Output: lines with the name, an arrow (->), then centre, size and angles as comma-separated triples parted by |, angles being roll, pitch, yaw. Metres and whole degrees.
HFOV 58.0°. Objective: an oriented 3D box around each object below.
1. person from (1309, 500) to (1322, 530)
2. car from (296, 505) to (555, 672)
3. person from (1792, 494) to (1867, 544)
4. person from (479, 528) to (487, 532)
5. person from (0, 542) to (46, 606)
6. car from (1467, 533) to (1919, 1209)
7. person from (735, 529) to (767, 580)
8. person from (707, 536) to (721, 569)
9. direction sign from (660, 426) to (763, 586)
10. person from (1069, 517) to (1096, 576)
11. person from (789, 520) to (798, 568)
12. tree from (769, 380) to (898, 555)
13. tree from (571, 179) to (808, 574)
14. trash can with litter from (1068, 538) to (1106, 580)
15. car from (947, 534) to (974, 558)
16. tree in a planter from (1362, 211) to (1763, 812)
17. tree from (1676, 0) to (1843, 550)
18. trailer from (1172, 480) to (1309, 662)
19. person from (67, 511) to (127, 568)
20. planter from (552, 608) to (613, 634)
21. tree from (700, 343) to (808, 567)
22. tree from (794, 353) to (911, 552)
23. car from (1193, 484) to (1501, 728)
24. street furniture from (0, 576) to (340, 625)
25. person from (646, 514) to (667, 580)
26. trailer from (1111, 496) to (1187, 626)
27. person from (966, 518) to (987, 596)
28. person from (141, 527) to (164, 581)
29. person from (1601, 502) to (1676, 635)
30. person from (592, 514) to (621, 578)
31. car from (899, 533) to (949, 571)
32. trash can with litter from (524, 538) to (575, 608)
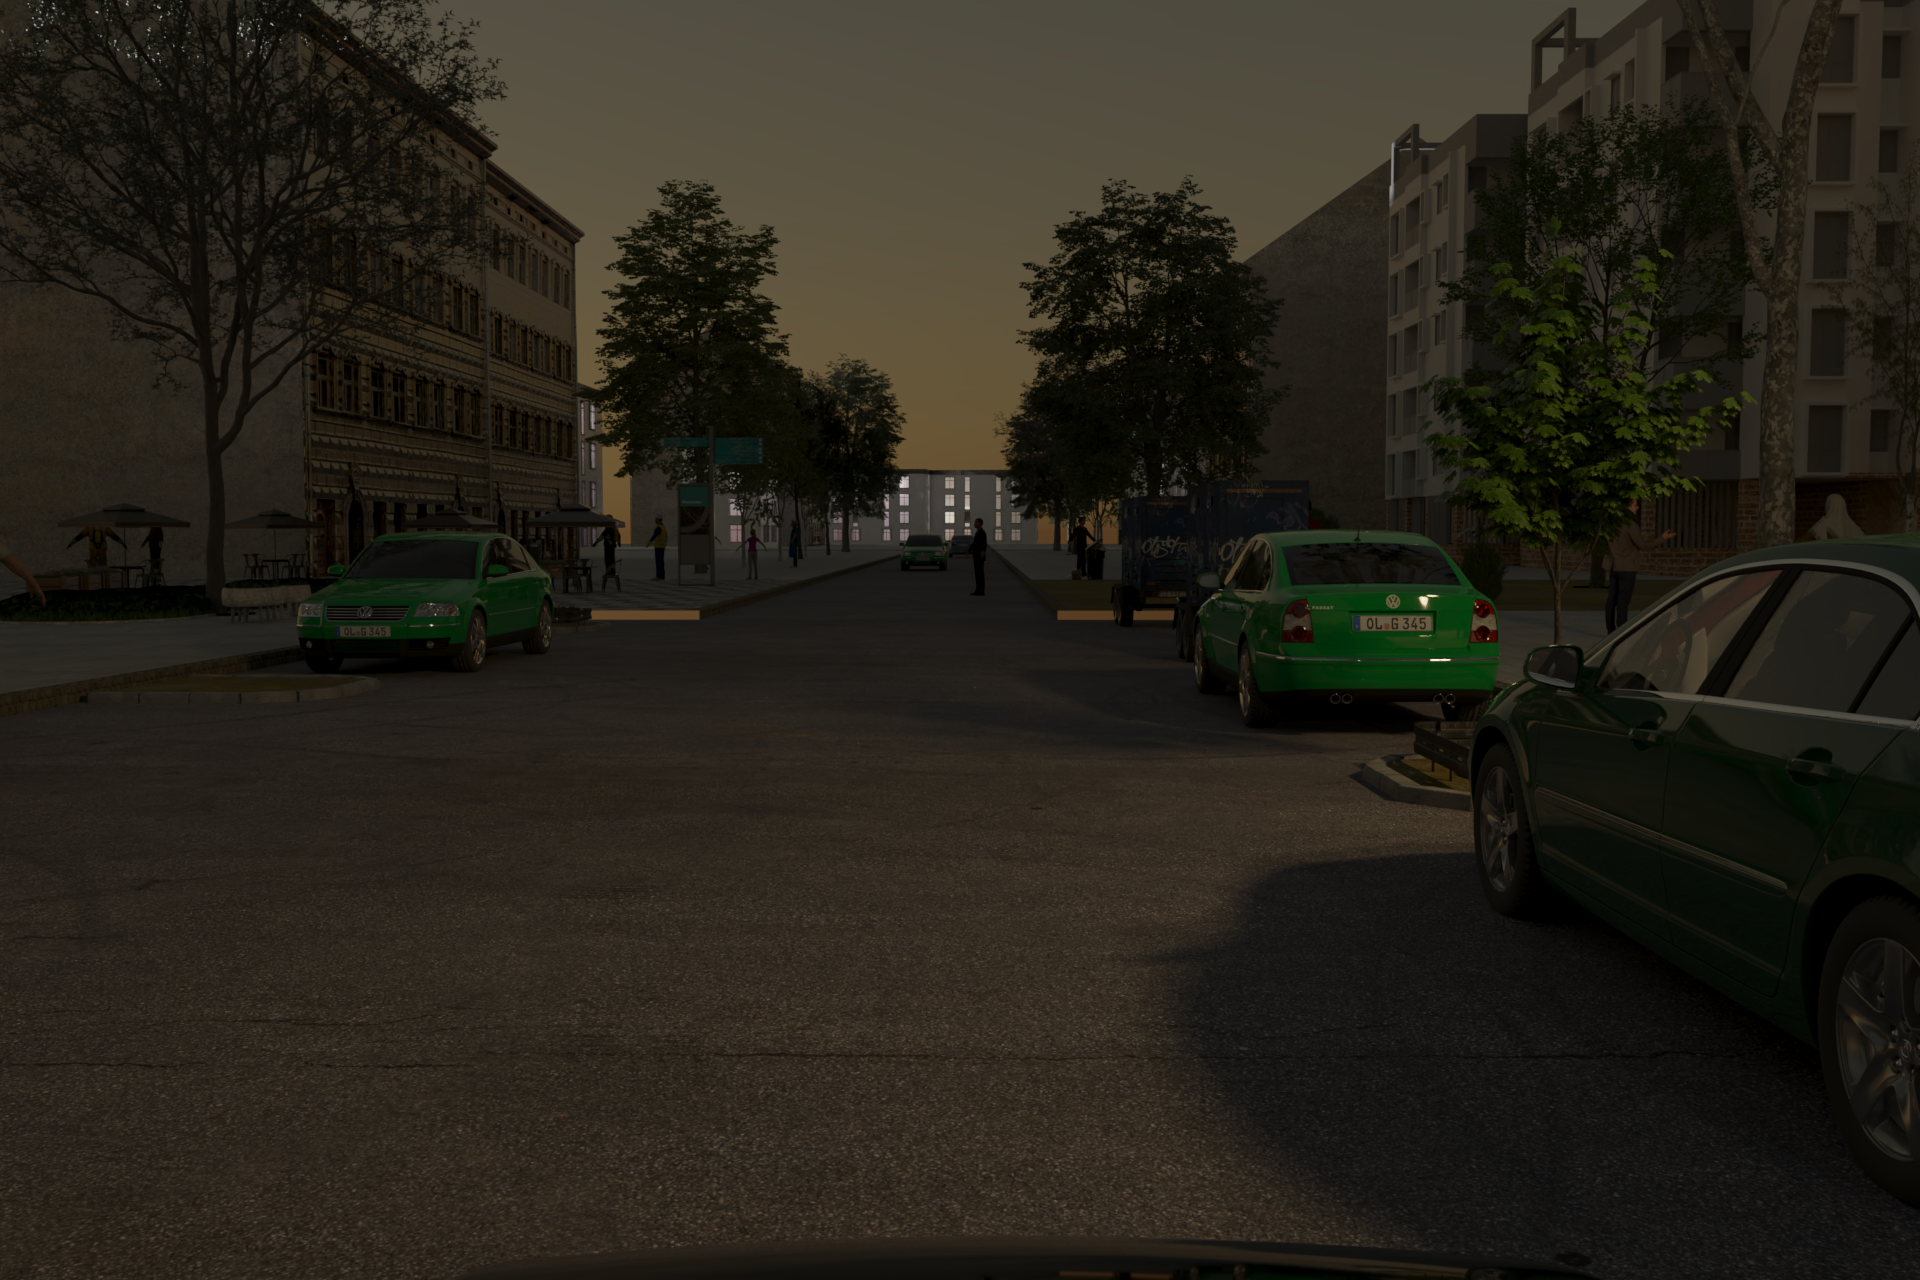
person -> 4.934, -1.157, 25.033 | 0.704, 1.816, 1.345 | -2, 4, -27
car -> -5.845, -0.645, 19.349 | 1.959, 1.807, 4.718 | 0, 4, 1
person -> 9.917, -0.796, 19.786 | 1.217, 1.736, 0.721 | 0, 4, -4
person -> -15.675, -3.091, 57.340 | 0.721, 1.733, 1.217 | 1, 4, 15
person -> -7.221, -0.250, 12.400 | 0.705, 1.847, 1.347 | 3, 5, 40
car -> 2.916, 0.410, 5.089 | 2.131, 1.459, 4.920 | 0, 4, 0
person -> -5.881, -2.424, 48.901 | 0.991, 1.433, 0.599 | -2, 4, -34
person -> -9.372, -3.483, 63.083 | 1.345, 1.843, 0.704 | -1, 4, -21
direction sign -> -6.121, -3.340, 43.370 | 2.525, 3.948, 1.411 | 0, 4, 1
person -> 3.727, -2.842, 52.651 | 1.347, 1.806, 0.705 | -3, 5, -45
person -> -6.376, -3.684, 66.366 | 0.704, 1.817, 1.347 | 0, 4, -5
tree -> -7.962, -10.390, 104.293 | 8.767, 10.594, 7.601 | -1, 4, -12
tree -> -8.776, -8.459, 56.429 | 7.486, 12.596, 7.792 | 0, 3, 0
trash can with litter -> 3.558, -2.275, 48.590 | 1.055, 1.170, 0.624 | 0, 4, -1
car -> 0.178, -5.796, 106.766 | 2.014, 1.417, 4.499 | 0, 3, 0
tree in a planter -> 3.343, -0.760, 9.648 | 1.991, 3.239, 1.994 | 0, 4, 0
tree -> 9.416, -10.091, 20.871 | 12.611, 20.169, 13.585 | 0, 3, 0
trailer -> 3.231, -0.813, 20.342 | 1.471, 1.999, 3.904 | 0, 4, 0
person -> -21.367, -2.272, 42.908 | 1.354, 1.858, 0.705 | -2, 4, -30
planter -> -6.284, -0.290, 25.880 | 1.991, 0.319, 1.994 | 0, 4, 1
tree -> -8.170, -7.090, 66.283 | 4.737, 8.622, 4.395 | 0, 3, 0
tree -> -8.144, -13.271, 123.638 | 9.857, 13.997, 8.962 | 0, 3, 0
car -> 2.999, -0.329, 14.167 | 1.959, 1.807, 4.718 | 0, 4, 0
street furniture -> -11.625, -0.837, 29.313 | 5.734, 0.657, 10.072 | 1, 4, 10
person -> -8.405, -2.587, 48.273 | 0.705, 1.833, 1.349 | 1, 4, 12
trailer -> 3.158, -1.274, 27.877 | 1.471, 1.999, 3.904 | 0, 4, -1
person -> 0.420, -1.939, 40.384 | 0.704, 1.802, 1.346 | -1, 4, -16
person -> -21.741, -2.482, 46.723 | 0.704, 1.812, 1.346 | -3, 5, -45
person -> 8.211, -0.883, 21.003 | 0.750, 1.759, 0.617 | 0, 4, 1
person -> -10.239, -2.736, 50.505 | 0.705, 1.856, 1.354 | 1, 4, 23
car -> -1.420, -3.677, 68.910 | 1.959, 1.807, 4.718 | 0, 4, 1
trash can with litter -> -6.990, -1.108, 29.172 | 1.678, 1.210, 2.233 | 0, 4, 1
